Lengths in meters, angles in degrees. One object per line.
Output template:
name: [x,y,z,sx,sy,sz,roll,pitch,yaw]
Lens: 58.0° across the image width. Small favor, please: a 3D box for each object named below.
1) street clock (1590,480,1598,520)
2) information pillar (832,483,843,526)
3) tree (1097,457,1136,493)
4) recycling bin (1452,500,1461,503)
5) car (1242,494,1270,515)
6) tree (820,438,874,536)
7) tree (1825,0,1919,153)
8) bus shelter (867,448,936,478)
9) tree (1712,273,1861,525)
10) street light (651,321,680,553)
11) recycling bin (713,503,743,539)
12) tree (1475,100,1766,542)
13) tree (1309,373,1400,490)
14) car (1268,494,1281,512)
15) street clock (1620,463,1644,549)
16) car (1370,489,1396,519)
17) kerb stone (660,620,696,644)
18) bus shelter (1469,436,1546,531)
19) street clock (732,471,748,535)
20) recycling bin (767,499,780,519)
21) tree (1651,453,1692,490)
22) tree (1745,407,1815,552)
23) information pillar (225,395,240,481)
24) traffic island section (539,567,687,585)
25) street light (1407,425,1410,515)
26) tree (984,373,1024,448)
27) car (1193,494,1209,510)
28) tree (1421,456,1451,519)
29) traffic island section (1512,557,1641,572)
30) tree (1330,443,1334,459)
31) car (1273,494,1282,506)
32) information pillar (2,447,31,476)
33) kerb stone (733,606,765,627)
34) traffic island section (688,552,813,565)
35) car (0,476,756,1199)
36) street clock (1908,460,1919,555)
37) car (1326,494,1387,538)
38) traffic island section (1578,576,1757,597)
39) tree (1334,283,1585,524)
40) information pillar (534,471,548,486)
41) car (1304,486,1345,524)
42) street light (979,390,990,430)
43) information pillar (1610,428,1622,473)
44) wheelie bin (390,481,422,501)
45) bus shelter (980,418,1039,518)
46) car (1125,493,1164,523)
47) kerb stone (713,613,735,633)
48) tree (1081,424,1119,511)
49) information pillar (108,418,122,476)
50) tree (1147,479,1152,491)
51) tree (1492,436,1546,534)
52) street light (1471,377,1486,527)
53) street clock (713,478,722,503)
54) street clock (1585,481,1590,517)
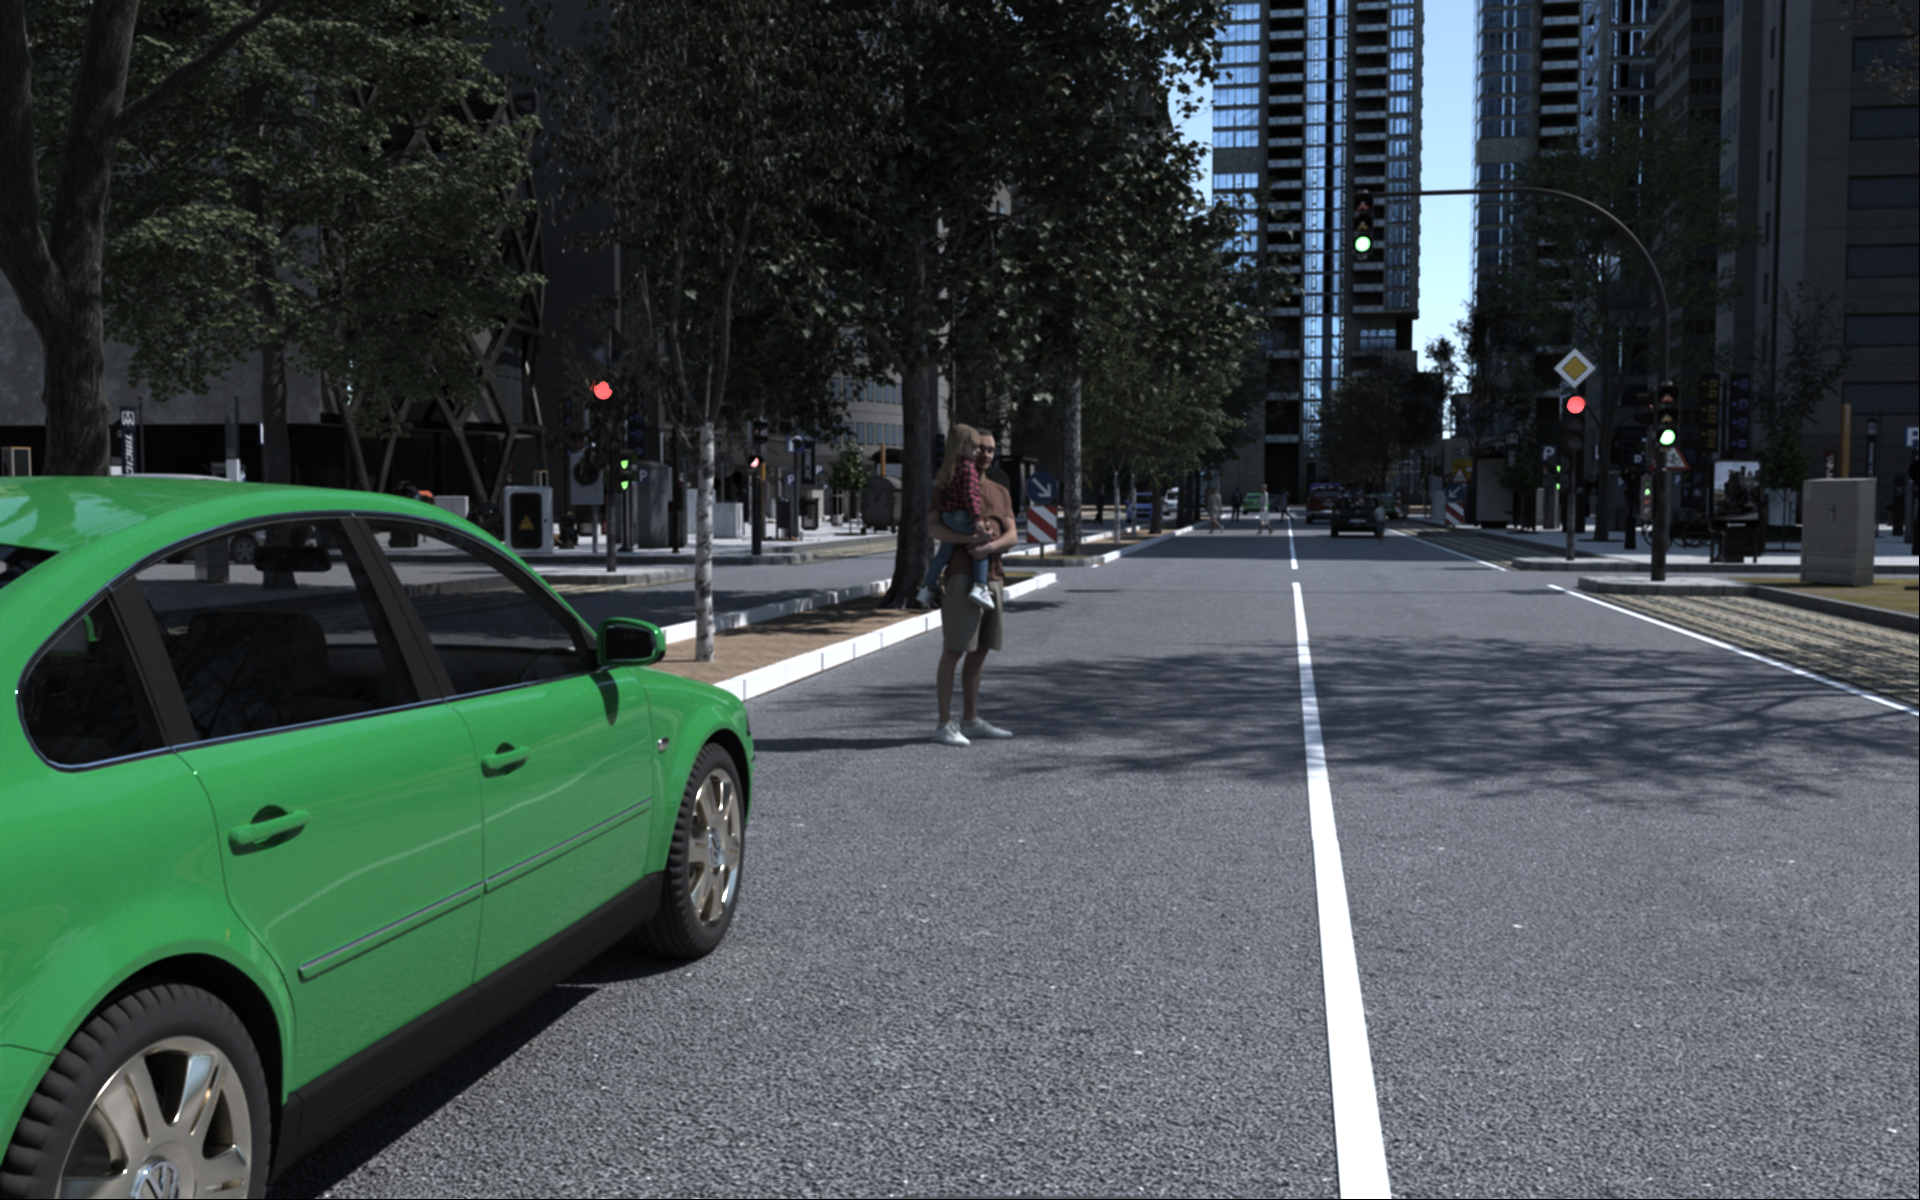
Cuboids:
street clock: [31.940,-5.022,86.683,0.471,2.002,0.358,2,4,32]
information pillar: [-4.868,-3.929,68.724,0.304,2.012,0.304,3,4,39]
tree: [13.494,-10.050,148.028,4.285,4.588,4.351,0,3,0]
recycling bin: [29.492,-5.480,102.152,0.722,1.027,0.722,2,4,34]
car: [20.739,-6.878,121.258,1.959,1.807,4.718,1,4,11]
tree: [-3.322,-3.631,53.963,1.663,3.219,1.824,0,3,0]
tree: [10.382,-6.268,12.860,12.009,13.543,11.850,0,3,0]
bus shelter: [-2.581,-5.191,78.789,2.014,3.302,5.546,1,4,11]
tree: [27.631,-6.564,57.680,4.360,8.622,3.978,0,3,0]
street light: [-6.156,-3.947,37.315,0.468,5.910,1.993,1,4,11]
recycling bin: [-6.727,-2.305,50.247,0.722,1.027,0.722,1,4,9]
tree: [17.385,-7.374,46.317,9.928,11.665,9.643,0,3,0]
tree: [41.206,-16.614,178.286,9.857,13.997,8.962,0,3,0]
car: [24.712,-7.761,138.890,2.014,1.417,4.499,1,4,9]
street clock: [15.553,-2.176,40.141,0.471,2.002,0.358,0,4,-4]
car: [23.923,-5.503,98.766,1.959,1.807,4.718,1,4,9]
kerb stone: [-2.752,0.324,16.896,0.120,0.150,1.000,1,4,11]
bus shelter: [19.736,-4.209,62.739,2.014,3.302,5.546,1,4,11]
street clock: [-6.824,-3.008,53.749,0.471,2.002,0.358,3,5,42]
recycling bin: [-9.643,-4.774,90.607,0.722,1.027,0.722,-2,4,-24]
tree: [29.811,-4.768,72.551,1.663,3.219,1.824,0,3,0]
tree: [18.443,-2.693,38.627,1.663,3.219,1.824,0,3,0]
information pillar: [-17.234,-3.041,41.081,0.504,3.616,0.183,3,4,37]
traffic island section: [-5.779,-0.388,28.631,2.009,0.180,2.903,1,4,11]
street light: [27.579,-8.177,106.483,0.468,5.910,1.993,1,4,11]
tree: [1.414,-8.206,84.537,4.360,8.622,3.978,0,3,0]
car: [21.814,-8.912,157.516,2.131,1.459,4.920,1,4,12]
tree: [24.371,-5.744,88.513,1.663,3.219,1.824,0,3,0]
traffic island section: [11.807,-0.683,33.450,2.009,0.180,2.903,1,4,11]
tree: [40.197,-14.317,168.493,8.767,10.594,7.601,1,4,17]
car: [32.480,-10.182,178.276,2.131,1.459,4.920,1,4,12]
information pillar: [-14.789,-1.389,27.200,0.304,2.012,0.304,2,4,35]
kerb stone: [-2.369,0.200,18.920,0.120,0.150,1.000,1,4,11]
traffic island section: [-4.301,-0.868,36.478,2.009,0.180,2.903,1,4,11]
car: [-1.863,0.284,4.158,1.959,1.807,4.718,1,4,11]
street clock: [20.149,-1.943,36.333,0.358,2.002,0.471,-1,4,-20]
car: [13.361,-2.968,58.319,2.009,1.686,4.222,1,4,12]
traffic island section: [10.329,-0.203,25.603,2.009,0.180,2.903,1,4,11]
tree: [22.114,-8.549,74.192,8.767,10.594,7.601,-2,4,-33]
information pillar: [-13.247,-3.075,54.761,0.304,2.012,0.304,2,4,31]
car: [17.806,-4.602,83.908,2.281,1.827,5.304,1,4,11]
street light: [1.127,-6.289,75.611,0.468,5.910,1.993,1,4,11]
information pillar: [23.410,-4.312,61.857,0.183,3.616,0.504,-1,4,-22]
wheelie bin: [-13.329,-2.060,41.587,0.693,1.594,0.980,0,4,1]
bus shelter: [2.599,-7.136,94.302,2.179,5.291,8.768,1,4,11]
car: [9.324,-4.760,87.413,1.945,1.707,3.694,1,4,9]
kerb stone: [-2.570,0.262,17.918,0.120,0.150,1.000,1,4,11]
tree: [10.586,-11.044,130.926,4.360,8.622,3.978,0,3,0]
information pillar: [-24.879,-3.661,51.216,0.183,3.616,0.504,2,4,34]
tree: [20.918,-11.717,186.168,1.663,3.219,1.824,0,3,0]
tree: [18.415,-3.773,56.289,1.663,3.219,1.824,0,3,0]
street light: [20.371,-5.834,68.173,0.468,5.910,1.993,1,4,11]
street clock: [-10.985,-4.515,78.392,0.471,2.002,0.358,1,4,16]
street clock: [35.085,-5.640,96.777,0.471,2.002,0.358,0,4,-6]
